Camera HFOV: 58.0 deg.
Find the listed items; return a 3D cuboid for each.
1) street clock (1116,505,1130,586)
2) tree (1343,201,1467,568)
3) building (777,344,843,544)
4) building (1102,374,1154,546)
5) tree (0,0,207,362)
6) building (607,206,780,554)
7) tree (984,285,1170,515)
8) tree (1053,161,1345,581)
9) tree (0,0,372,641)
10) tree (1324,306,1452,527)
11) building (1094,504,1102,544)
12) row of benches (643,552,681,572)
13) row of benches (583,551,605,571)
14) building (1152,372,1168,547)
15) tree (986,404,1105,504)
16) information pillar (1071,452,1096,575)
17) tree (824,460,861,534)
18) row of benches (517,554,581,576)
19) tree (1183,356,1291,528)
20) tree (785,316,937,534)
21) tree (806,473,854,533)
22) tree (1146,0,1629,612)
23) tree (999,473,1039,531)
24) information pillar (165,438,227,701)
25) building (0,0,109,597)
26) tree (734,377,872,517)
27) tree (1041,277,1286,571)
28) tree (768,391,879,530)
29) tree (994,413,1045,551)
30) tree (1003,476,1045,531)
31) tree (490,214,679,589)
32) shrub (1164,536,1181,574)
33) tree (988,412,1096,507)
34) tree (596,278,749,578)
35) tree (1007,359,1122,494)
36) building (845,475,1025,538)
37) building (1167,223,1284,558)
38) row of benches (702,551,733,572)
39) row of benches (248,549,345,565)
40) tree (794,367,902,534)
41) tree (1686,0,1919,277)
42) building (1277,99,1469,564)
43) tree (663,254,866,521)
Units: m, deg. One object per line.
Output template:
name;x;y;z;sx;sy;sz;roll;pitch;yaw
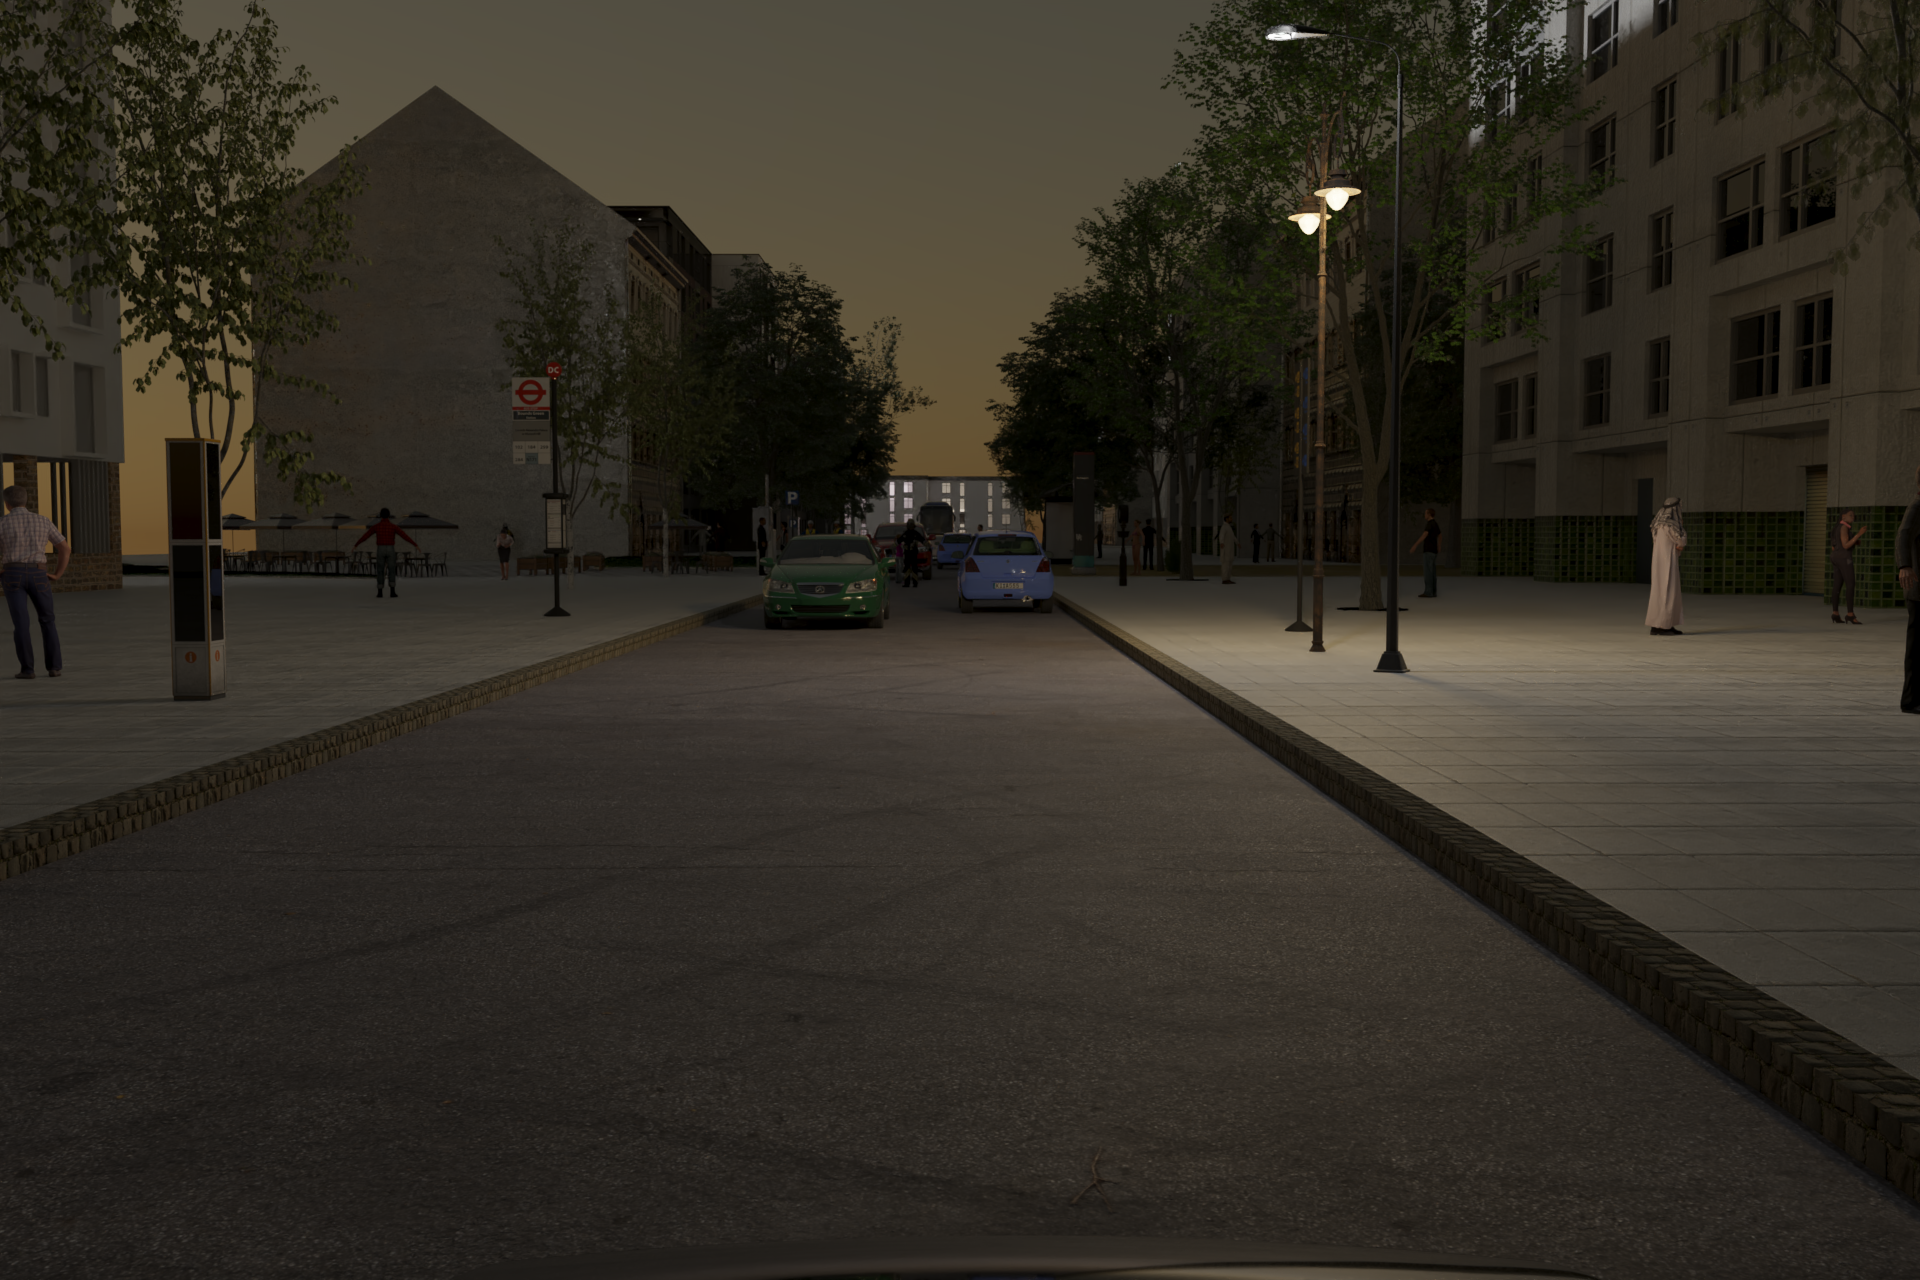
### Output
street clock;4.017;-2.327;42.617;0.358;2.002;0.471;0;3;0
tree;18.749;-9.712;65.440;9.857;13.997;8.962;0;3;0
building;-28.704;-21.952;202.890;27.936;21.610;32.646;0;4;0
building;26.017;-22.240;194.558;19.493;23.208;18.063;0;4;0
tree;-8.659;-3.923;14.501;4.737;8.622;4.395;0;3;0
building;-28.573;-17.149;124.361;27.936;21.610;32.646;0;3;0
tree;5.943;-11.002;86.536;9.857;13.997;8.962;0;3;0
tree;6.362;-7.440;47.392;9.928;11.665;9.643;0;3;0
tree;-8.780;-4.270;20.171;4.737;8.622;4.395;0;3;0
tree;13.367;-6.462;56.014;4.360;8.622;3.978;0;3;0
building;22.596;-22.701;227.573;16.016;20.090;11.380;0;4;0
row of benches;-10.405;-2.762;60.624;1.422;0.672;4.104;0;4;2
row of benches;-13.011;-2.821;61.588;1.422;0.672;4.104;-1;4;-10
building;25.533;-19.946;182.533;16.016;20.090;11.380;0;4;-1
tree;6.151;-10.774;110.568;8.767;10.594;7.601;-2;4;-25
information pillar;3.928;-4.015;55.026;0.750;3.857;0.750;0;4;0
tree;-9.158;-10.126;115.926;4.360;8.622;3.978;0;3;0
row of benches;-13.074;-2.441;55.370;1.422;0.672;4.104;0;4;8
tree;10.546;-7.153;67.317;4.737;8.622;4.395;0;3;0
tree;-7.837;-17.943;149.259;12.611;20.169;13.585;0;3;0
tree;-9.199;-10.597;123.630;4.737;8.622;4.395;0;3;0
tree;6.976;-6.306;28.862;9.928;11.665;9.643;0;3;0
tree;5.730;-12.685;157.768;4.360;8.622;3.978;0;3;0
information pillar;-5.910;-0.545;13.405;0.304;2.012;0.304;0;4;-1
building;-24.392;-10.435;27.030;16.016;20.090;11.380;0;4;-1
tree;-8.984;-9.914;96.502;8.767;10.594;7.601;0;4;3
tree;6.975;-7.669;59.803;8.767;10.594;7.601;0;4;4
tree;-8.818;-10.535;106.663;8.767;10.594;7.601;1;4;14
tree;6.484;-12.813;135.240;9.928;11.665;9.643;0;3;0
tree;5.485;-12.267;150.920;4.360;8.622;3.978;0;3;0
tree;-8.953;-5.489;40.107;4.737;8.622;4.395;0;3;0
shrub;7.017;-2.738;55.878;1.383;1.207;1.383;0;3;0
tree;6.482;-11.478;122.074;8.767;10.594;7.601;-1;4;-21
tree;-8.433;-6.146;50.851;4.737;8.622;4.395;0;3;0
tree;6.433;-10.715;100.948;9.928;11.665;9.643;0;3;0
building;-4.665;-18.527;247.526;28.070;9.664;9.099;0;4;-1
building;23.115;-14.723;107.183;16.747;18.905;31.486;0;3;0
row of benches;-8.534;-2.776;60.856;1.422;0.672;4.104;-1;4;-14
row of benches;-27.384;-3.439;71.692;4.104;0.672;1.422;0;4;7
tree;-9.110;-13.789;132.110;9.857;13.997;8.962;0;3;0
tree;6.651;-3.721;11.209;4.360;8.622;3.978;0;3;0
building;26.175;-15.325;81.488;19.493;23.208;18.063;0;4;-1
tree;-8.906;-10.635;80.532;9.857;13.997;8.962;0;3;0
